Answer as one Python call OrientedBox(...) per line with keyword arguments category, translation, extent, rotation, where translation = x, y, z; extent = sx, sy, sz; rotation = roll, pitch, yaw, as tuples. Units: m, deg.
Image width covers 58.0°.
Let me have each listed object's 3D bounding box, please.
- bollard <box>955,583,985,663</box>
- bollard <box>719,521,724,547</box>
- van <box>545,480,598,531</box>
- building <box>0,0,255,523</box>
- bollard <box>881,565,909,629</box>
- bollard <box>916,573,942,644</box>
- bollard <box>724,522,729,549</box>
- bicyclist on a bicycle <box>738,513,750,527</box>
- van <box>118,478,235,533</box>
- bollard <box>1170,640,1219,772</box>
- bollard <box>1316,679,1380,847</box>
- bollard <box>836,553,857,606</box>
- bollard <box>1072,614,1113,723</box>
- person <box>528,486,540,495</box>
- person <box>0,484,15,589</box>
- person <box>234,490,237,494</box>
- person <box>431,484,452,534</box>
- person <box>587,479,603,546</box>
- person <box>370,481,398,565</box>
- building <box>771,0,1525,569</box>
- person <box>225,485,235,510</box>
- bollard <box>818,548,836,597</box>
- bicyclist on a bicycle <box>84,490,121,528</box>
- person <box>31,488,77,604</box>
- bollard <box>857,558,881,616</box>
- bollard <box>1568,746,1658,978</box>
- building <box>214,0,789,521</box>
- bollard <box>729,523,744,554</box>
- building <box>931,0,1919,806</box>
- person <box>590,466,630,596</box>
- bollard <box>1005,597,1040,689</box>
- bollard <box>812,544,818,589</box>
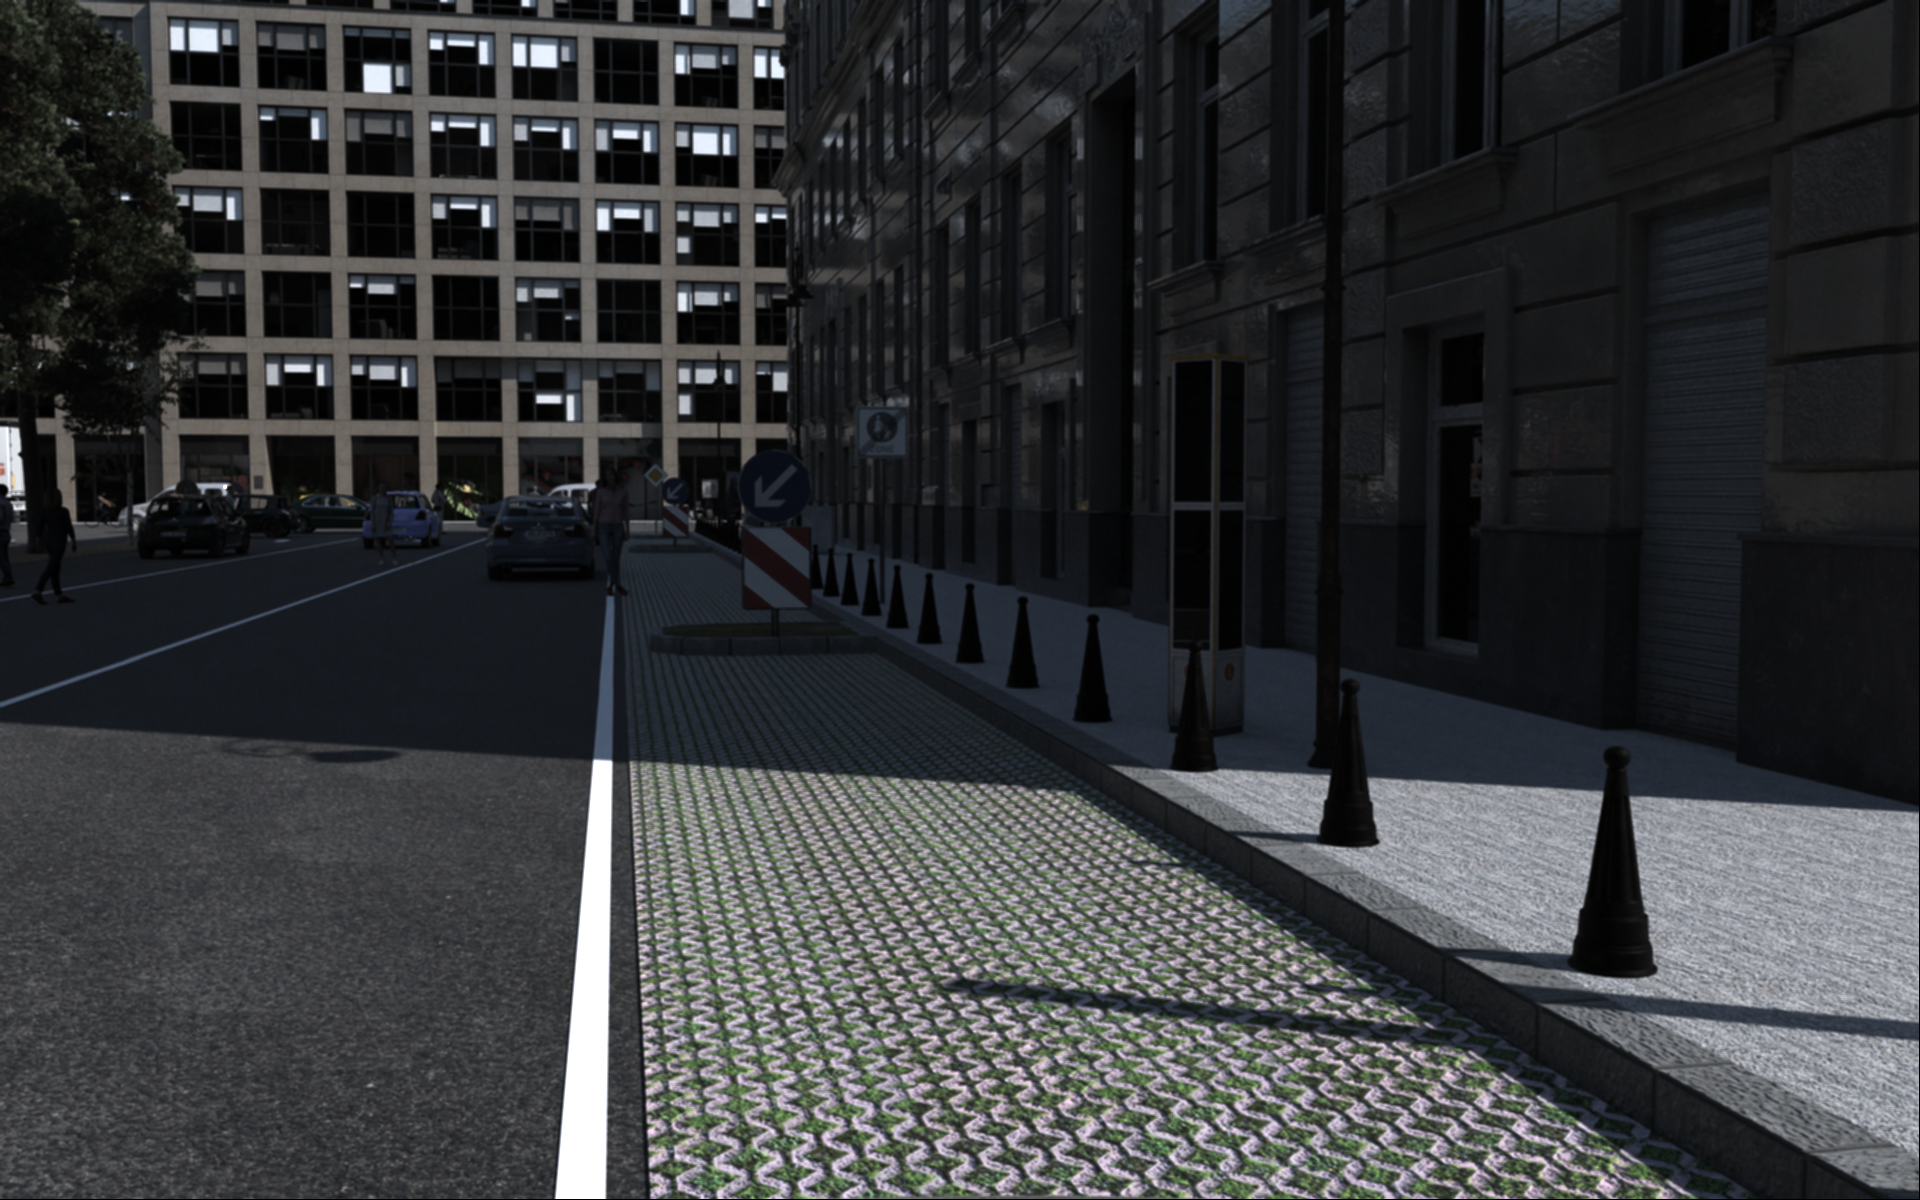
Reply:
OrientedBox(category="bollard", translation=(0.075, 0.173, 13.213), extent=(0.229, 0.601, 0.229), rotation=(0, 3, 0))
OrientedBox(category="bollard", translation=(-5.672, -1.598, 42.175), extent=(0.229, 0.601, 0.229), rotation=(0, 3, 0))
OrientedBox(category="van", translation=(-15.421, -3.688, 67.306), extent=(4.112, 2.044, 2.013), rotation=(-1, 4, -13))
OrientedBox(category="building", translation=(-54.668, -17.084, 83.834), extent=(34.151, 26.468, 19.350), rotation=(-1, 4, -11))
OrientedBox(category="bollard", translation=(-0.602, -0.035, 16.616), extent=(0.229, 0.601, 0.229), rotation=(0, 3, 0))
OrientedBox(category="bollard", translation=(-0.265, 0.069, 14.910), extent=(0.229, 0.601, 0.229), rotation=(0, 3, 0))
OrientedBox(category="bollard", translation=(-5.333, -1.494, 40.469), extent=(0.229, 0.601, 0.229), rotation=(0, 3, 0))
OrientedBox(category="bicyclist on a bicycle", translation=(-8.485, -3.807, 72.265), extent=(1.625, 1.676, 1.499), rotation=(-1, 4, -13))
OrientedBox(category="van", translation=(-29.407, -3.556, 65.145), extent=(4.112, 2.044, 2.013), rotation=(-1, 4, -11))
OrientedBox(category="bollard", translation=(1.094, 0.487, 8.077), extent=(0.229, 0.601, 0.229), rotation=(0, 3, 0))
OrientedBox(category="bollard", translation=(1.433, 0.591, 6.380), extent=(0.229, 0.601, 0.229), rotation=(0, 3, 0))
OrientedBox(category="bollard", translation=(-1.275, -0.244, 20.024), extent=(0.229, 0.601, 0.229), rotation=(0, 3, 0))
OrientedBox(category="bollard", translation=(0.752, 0.381, 9.807), extent=(0.229, 0.601, 0.229), rotation=(0, 3, 0))
OrientedBox(category="person", translation=(-18.277, -4.007, 74.408), extent=(0.661, 1.777, 0.834), rotation=(0, 4, 1))
OrientedBox(category="person", translation=(-14.601, -0.972, 26.352), extent=(0.435, 1.587, 0.963), rotation=(-1, 4, -15))
OrientedBox(category="person", translation=(-30.115, -3.763, 71.989), extent=(0.435, 1.587, 0.963), rotation=(0, 4, 6))
OrientedBox(category="person", translation=(-18.588, -3.270, 62.115), extent=(0.875, 1.805, 0.789), rotation=(3, 4, 38))
OrientedBox(category="person", translation=(-10.017, -2.423, 48.028), extent=(0.656, 1.842, 0.836), rotation=(0, 4, -6))
OrientedBox(category="person", translation=(-11.647, -1.558, 34.973), extent=(0.512, 1.701, 0.522), rotation=(-2, 4, -24))
OrientedBox(category="building", translation=(2.330, -15.084, 43.888), extent=(12.463, 27.353, 25.104), rotation=(-1, 4, -11))
OrientedBox(category="person", translation=(-22.113, -2.630, 52.509), extent=(0.522, 1.701, 0.512), rotation=(-1, 4, -19))
OrientedBox(category="bollard", translation=(-1.617, -0.348, 21.733), extent=(0.229, 0.601, 0.229), rotation=(0, 3, 0))
OrientedBox(category="bicyclist on a bicycle", translation=(-36.664, -3.926, 74.205), extent=(1.625, 1.676, 1.499), rotation=(-1, 4, -10))
OrientedBox(category="person", translation=(-11.874, -0.710, 22.656), extent=(0.480, 1.512, 0.613), rotation=(0, 4, 0))
OrientedBox(category="bollard", translation=(-0.937, -0.139, 18.320), extent=(0.229, 0.601, 0.229), rotation=(0, 3, 0))
OrientedBox(category="bollard", translation=(1.770, 0.695, 4.681), extent=(0.229, 0.601, 0.229), rotation=(0, 3, 0))
OrientedBox(category="building", translation=(-21.070, -17.458, 89.960), extent=(34.151, 26.468, 19.350), rotation=(-1, 4, -11))
OrientedBox(category="bollard", translation=(-4.996, -1.390, 38.765), extent=(0.229, 0.601, 0.229), rotation=(0, 3, 0))
OrientedBox(category="building", translation=(7.153, -13.565, 19.053), extent=(12.463, 27.353, 25.104), rotation=(-1, 4, -11))
OrientedBox(category="person", translation=(-4.915, -0.968, 24.337), extent=(0.555, 1.821, 0.388), rotation=(-2, 4, -23))
OrientedBox(category="bollard", translation=(0.417, 0.277, 11.514), extent=(0.229, 0.601, 0.229), rotation=(0, 3, 0))
OrientedBox(category="bollard", translation=(-1.955, -0.452, 23.440), extent=(0.229, 0.601, 0.229), rotation=(0, 3, 0))
